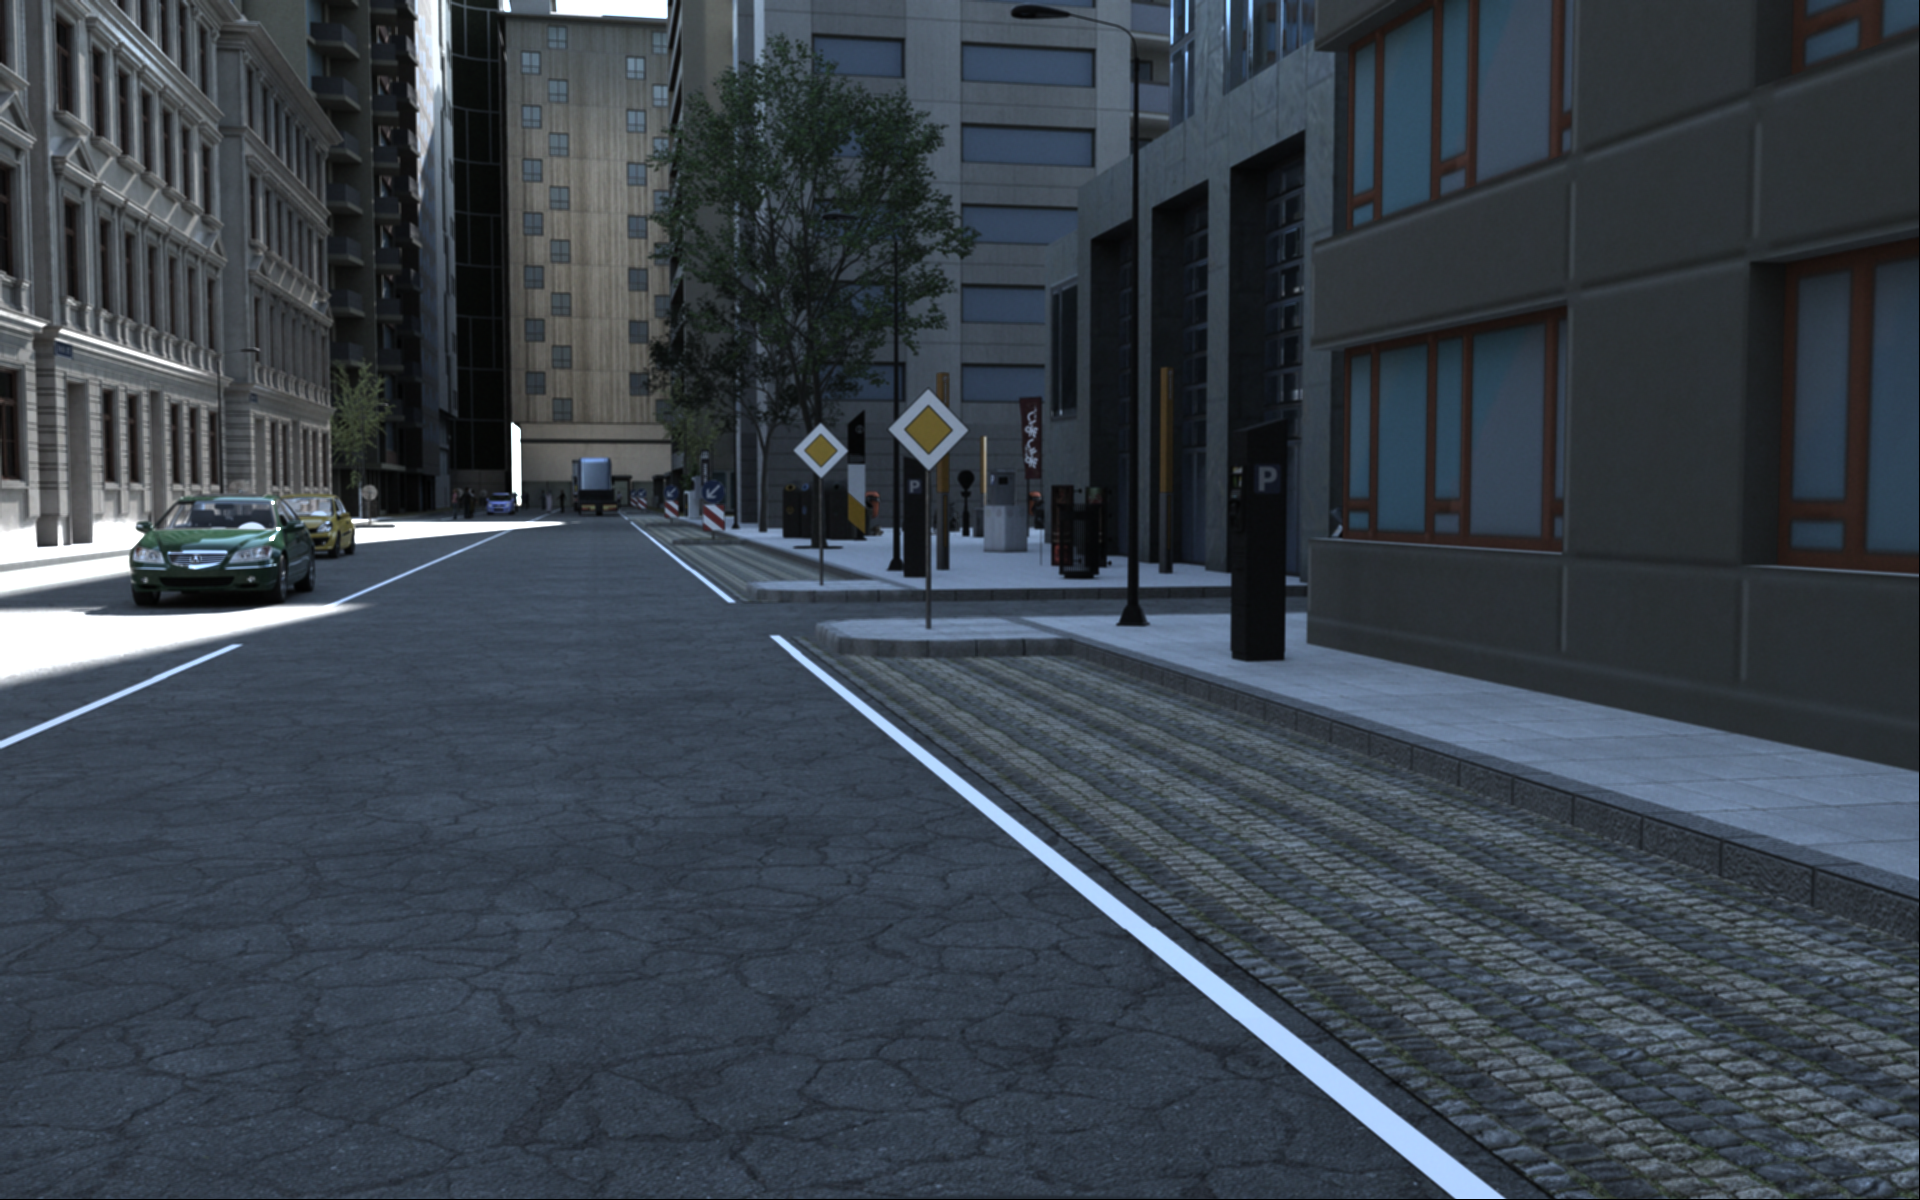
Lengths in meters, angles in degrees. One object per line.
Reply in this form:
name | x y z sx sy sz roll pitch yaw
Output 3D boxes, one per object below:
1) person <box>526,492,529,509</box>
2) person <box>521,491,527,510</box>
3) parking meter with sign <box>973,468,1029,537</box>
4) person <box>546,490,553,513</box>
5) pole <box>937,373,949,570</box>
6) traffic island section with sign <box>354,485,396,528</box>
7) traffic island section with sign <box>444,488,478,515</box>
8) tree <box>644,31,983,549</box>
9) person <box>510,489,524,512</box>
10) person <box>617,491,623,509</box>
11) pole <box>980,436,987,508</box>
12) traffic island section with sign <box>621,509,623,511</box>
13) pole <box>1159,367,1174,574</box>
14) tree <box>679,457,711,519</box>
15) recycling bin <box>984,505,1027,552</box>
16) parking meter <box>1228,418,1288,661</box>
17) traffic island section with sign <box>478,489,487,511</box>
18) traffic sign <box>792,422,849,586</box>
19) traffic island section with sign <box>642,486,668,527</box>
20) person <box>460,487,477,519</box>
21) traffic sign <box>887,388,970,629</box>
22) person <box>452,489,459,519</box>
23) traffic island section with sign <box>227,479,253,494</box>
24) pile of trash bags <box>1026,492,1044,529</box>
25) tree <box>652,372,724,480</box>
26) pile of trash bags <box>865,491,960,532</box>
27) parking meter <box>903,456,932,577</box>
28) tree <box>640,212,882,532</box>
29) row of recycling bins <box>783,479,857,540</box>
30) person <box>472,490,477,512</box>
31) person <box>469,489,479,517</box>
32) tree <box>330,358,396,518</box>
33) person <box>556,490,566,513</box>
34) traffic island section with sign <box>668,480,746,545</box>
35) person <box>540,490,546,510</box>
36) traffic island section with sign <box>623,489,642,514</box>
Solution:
person | -42.812 -9.867 171.293 0.415 1.643 0.593 -1 4 -17
person | -39.109 -8.934 155.483 0.541 1.710 0.530 0 4 -8
parking meter with sign | 1.263 -3.386 51.622 1.738 3.016 0.543 -1 4 -19
person | -30.643 -7.348 129.311 0.551 1.740 0.621 0 4 -2
pole | -0.289 -2.166 29.252 0.158 3.312 0.155 0 3 0
traffic island section with sign | -24.969 -3.955 73.299 1.989 1.847 2.006 -1 4 -12
traffic island section with sign | -35.074 -6.895 121.365 1.989 1.847 2.006 -1 4 -12
tree | -3.504 -7.018 40.499 9.928 11.665 9.643 0 3 0
person | -35.879 -8.026 139.718 1.348 1.826 0.705 -2 4 -35
person | -32.014 -9.358 162.433 0.756 1.711 0.436 3 5 43
pole | 0.829 -4.119 61.183 0.158 3.312 0.155 0 3 0
traffic island section with sign | -28.478 -8.684 150.613 1.989 1.847 2.006 -1 4 -12
pole | 3.334 -2.086 27.953 0.158 3.312 0.155 0 3 0
tree | -13.861 -5.863 90.464 1.663 3.219 1.824 0 3 0
recycling bin | 1.012 -1.586 38.486 0.722 1.027 0.722 -3 5 -40
parking meter | 2.295 -0.468 13.369 0.399 1.863 0.255 -1 4 -17
traffic island section with sign | -40.660 -8.522 147.956 1.989 1.847 2.006 -1 4 -12
traffic sign | -1.947 -1.260 24.245 0.795 2.450 0.064 -1 4 -12
traffic island section with sign | -12.857 -4.141 76.327 1.989 1.847 2.006 -1 4 -12
person | -28.666 -5.645 100.825 1.348 1.821 0.705 2 4 29
traffic sign | -0.303 -0.782 16.431 0.795 2.450 0.064 -1 4 -12
person | -28.773 -5.451 98.348 0.721 1.743 1.217 -1 4 -14
traffic island section with sign | -19.306 -2.309 46.382 1.989 1.847 2.006 -1 4 -12
pile of trash bags | 3.461 -3.320 64.034 1.912 1.369 3.447 -2 4 -29
tree | -16.044 -9.321 102.755 4.737 8.622 4.395 0 3 0
pile of trash bags | -1.663 -3.055 59.704 3.447 1.369 1.912 0 4 6
parking meter | -0.657 -1.286 26.735 0.399 1.863 0.255 1 4 13
tree | -6.689 -7.551 57.873 8.767 10.594 7.601 0 4 1
row of recycling bins | -3.990 -2.618 49.920 1.069 1.692 3.534 -2 4 -35
person | -36.593 -7.418 130.486 0.721 1.736 1.217 -3 4 -36
person | -30.052 -5.955 106.597 0.721 1.736 1.217 1 4 22
tree | -32.357 -8.696 92.535 4.737 8.622 4.395 0 3 0
person | -30.526 -7.557 132.584 0.721 1.766 1.217 1 4 19
traffic island section with sign | -7.175 -2.486 49.278 1.989 1.847 2.006 -1 4 -12
person | -38.600 -9.282 160.347 0.705 1.814 1.350 -2 4 -34
traffic island section with sign | -22.927 -7.071 124.233 1.989 1.847 2.006 -1 4 -12
